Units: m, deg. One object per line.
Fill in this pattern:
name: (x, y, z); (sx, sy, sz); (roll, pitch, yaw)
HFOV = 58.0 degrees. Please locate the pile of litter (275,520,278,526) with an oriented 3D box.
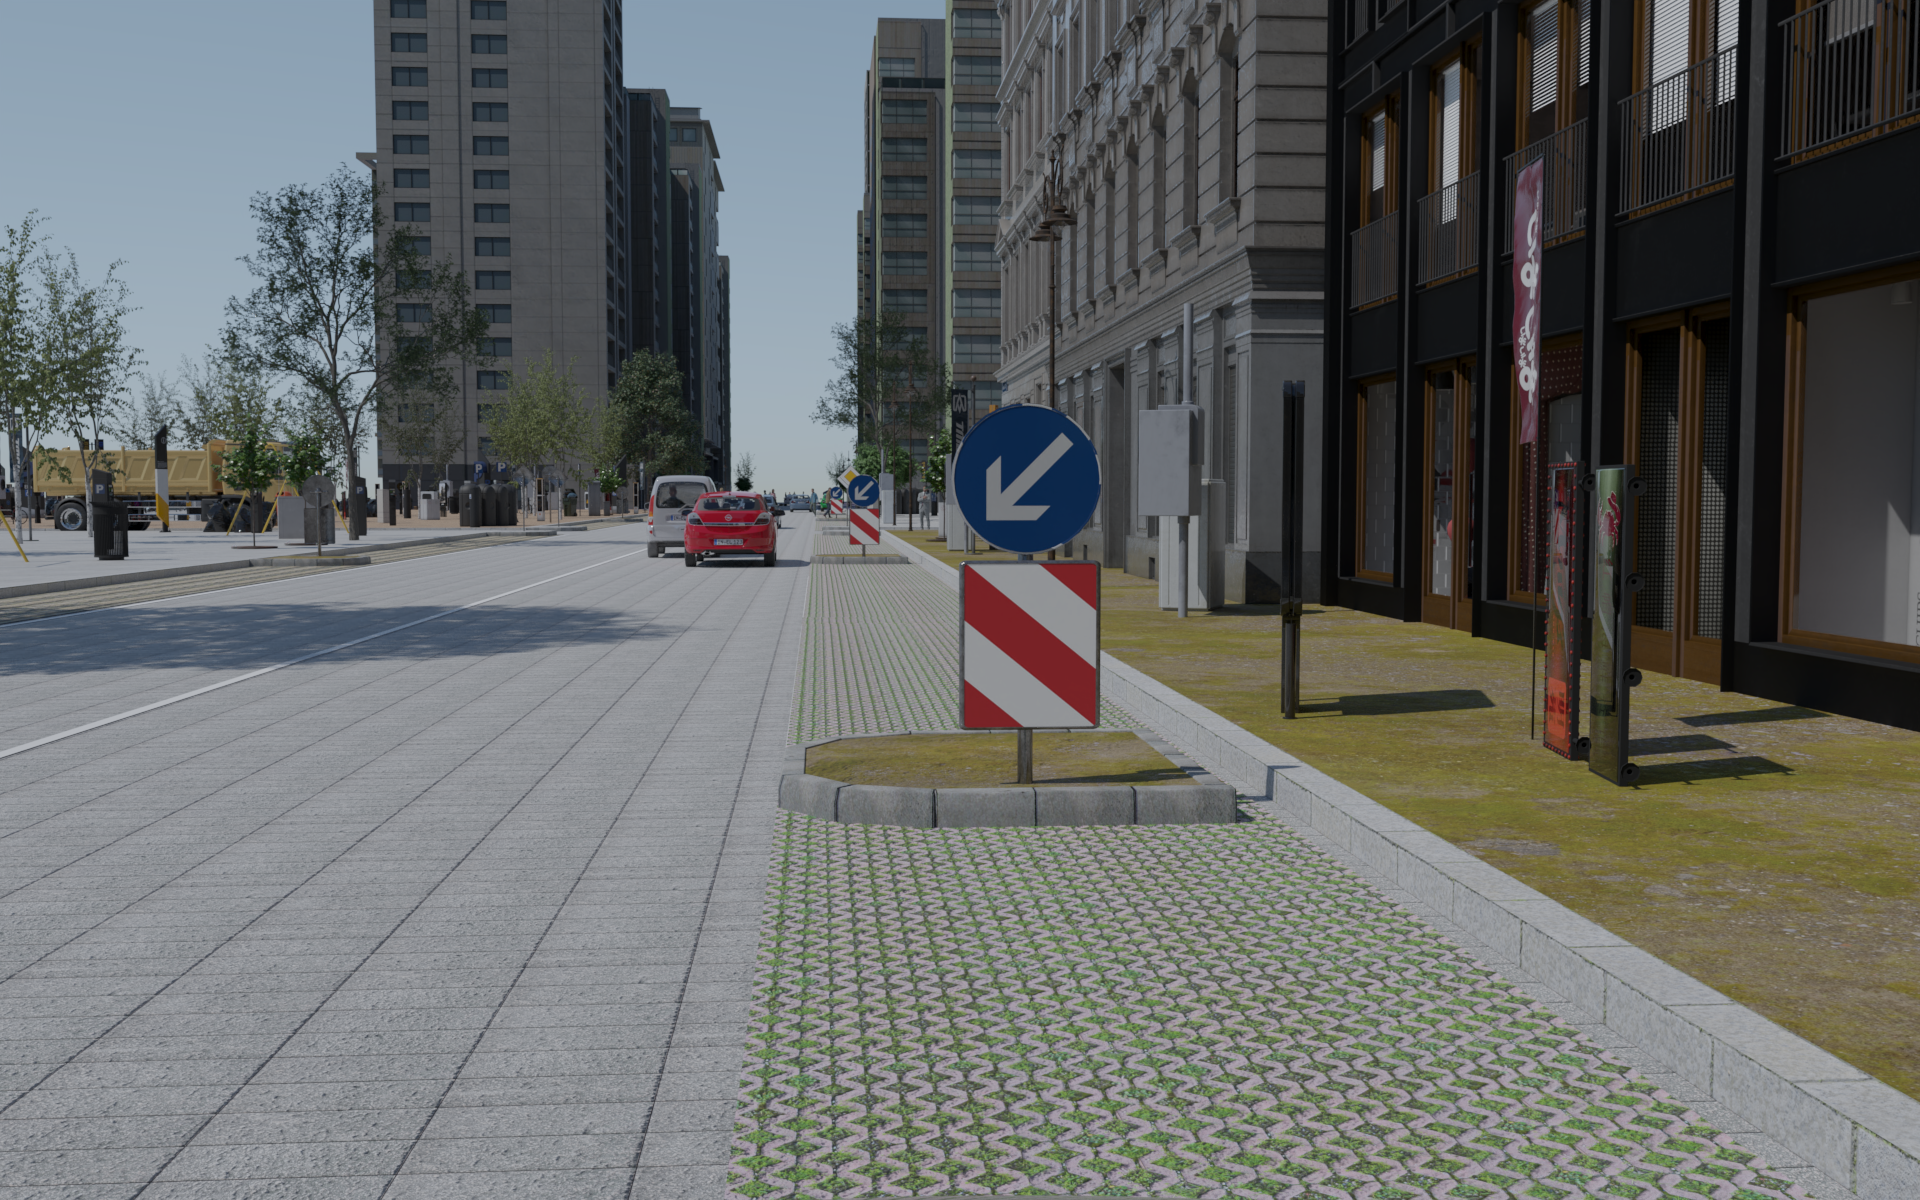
pile of litter: (-28.729, -3.737, 75.068); (1.719, 0.858, 1.176); (-2, 4, -28)

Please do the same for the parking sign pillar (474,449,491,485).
parking sign pillar: (-28.300, -6.983, 102.641); (1.447, 3.967, 1.447); (-3, 5, -42)

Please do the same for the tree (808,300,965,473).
tree: (-3.414, -9.056, 82.473); (8.767, 10.594, 7.601); (2, 4, 25)

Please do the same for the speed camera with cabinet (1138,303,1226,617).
speed camera with cabinet: (2.424, -1.496, 18.794); (0.660, 3.252, 2.038); (1, 4, 19)

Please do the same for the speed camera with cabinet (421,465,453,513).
speed camera with cabinet: (-34.981, -7.425, 115.739); (2.038, 3.252, 0.660); (0, 4, 6)

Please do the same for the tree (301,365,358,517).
tree: (-35.510, -9.086, 98.920); (4.360, 8.622, 3.978); (0, 3, 0)

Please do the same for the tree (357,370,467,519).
tree: (-27.881, -8.439, 88.344); (4.360, 8.622, 3.978); (0, 3, 0)

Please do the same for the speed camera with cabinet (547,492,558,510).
speed camera with cabinet: (-33.198, -8.841, 138.881); (2.038, 3.252, 0.660); (-2, 4, -30)

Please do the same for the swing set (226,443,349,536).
swing set: (-21.311, -3.500, 54.840); (2.862, 2.851, 3.119); (0, 4, -1)

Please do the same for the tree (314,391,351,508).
tree: (-38.550, -9.358, 103.362); (4.737, 8.622, 4.395); (0, 3, 0)

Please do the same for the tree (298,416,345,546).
tree: (-16.259, -2.982, 43.362); (1.663, 3.219, 1.824); (0, 3, 0)

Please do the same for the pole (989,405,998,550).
pole: (0.775, -2.807, 39.742); (0.158, 3.312, 0.155); (0, 3, 0)

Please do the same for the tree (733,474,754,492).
tree: (-35.497, -18.366, 283.996); (4.285, 4.588, 4.351); (0, 3, 0)

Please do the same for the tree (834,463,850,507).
tree: (-11.275, -11.930, 178.774); (4.285, 4.588, 4.351); (0, 3, 0)

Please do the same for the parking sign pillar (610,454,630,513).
parking sign pillar: (-23.047, -7.868, 117.108); (1.447, 3.967, 1.447); (1, 4, 20)

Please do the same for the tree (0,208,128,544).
tree: (-23.991, -5.748, 44.340); (4.737, 8.622, 4.395); (0, 3, 0)

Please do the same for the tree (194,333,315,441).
tree: (-32.254, -7.818, 78.180); (4.737, 8.622, 4.395); (0, 3, 0)

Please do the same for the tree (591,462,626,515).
tree: (-21.692, -6.763, 105.177); (1.663, 3.219, 1.824); (0, 3, 0)

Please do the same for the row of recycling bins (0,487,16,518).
row of recycling bins: (-52.315, -5.391, 95.256); (1.069, 1.692, 3.534); (1, 4, 13)

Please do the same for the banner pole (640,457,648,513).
banner pole: (-21.598, -7.827, 117.994); (0.401, 3.779, 0.863); (-3, 5, -40)

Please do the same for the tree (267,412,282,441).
tree: (-48.849, -10.288, 118.571); (4.360, 8.622, 3.978); (0, 3, 0)

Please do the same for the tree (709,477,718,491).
tree: (-28.296, -12.296, 195.647); (1.663, 3.219, 1.824); (0, 3, 0)

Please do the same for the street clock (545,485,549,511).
street clock: (-32.110, -7.943, 134.445); (0.358, 2.002, 0.471); (2, 4, 30)

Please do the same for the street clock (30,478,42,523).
street clock: (-40.290, -4.345, 75.618); (0.358, 2.002, 0.471); (3, 4, 39)

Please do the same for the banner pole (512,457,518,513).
banner pole: (-29.624, -7.666, 115.349); (0.401, 3.779, 0.863); (1, 4, 16)

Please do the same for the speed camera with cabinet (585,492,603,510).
speed camera with cabinet: (-29.915, -8.992, 141.354); (0.660, 3.252, 2.038); (-3, 5, -40)

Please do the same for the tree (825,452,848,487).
tree: (-20.754, -21.071, 294.877); (4.360, 8.622, 3.978); (0, 3, 0)

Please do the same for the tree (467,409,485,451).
tree: (-38.803, -10.986, 129.990); (4.360, 8.622, 3.978); (0, 3, 0)

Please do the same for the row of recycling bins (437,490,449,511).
row of recycling bins: (-40.106, -7.894, 136.186); (1.069, 1.692, 3.534); (0, 4, 6)

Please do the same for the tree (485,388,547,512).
tree: (-31.852, -10.734, 125.856); (4.360, 8.622, 3.978); (0, 3, 0)

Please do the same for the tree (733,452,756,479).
tree: (-36.293, -20.917, 292.351); (4.360, 8.622, 3.978); (0, 3, 0)

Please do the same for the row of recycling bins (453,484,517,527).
row of recycling bins: (-18.851, -3.812, 69.445); (1.069, 1.692, 3.534); (1, 4, 16)

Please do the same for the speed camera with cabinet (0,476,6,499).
speed camera with cabinet: (-45.292, -5.298, 80.962); (0.660, 3.252, 2.038); (-1, 4, -9)

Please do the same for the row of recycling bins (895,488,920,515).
row of recycling bins: (-3.482, -6.290, 109.960); (1.069, 1.692, 3.534); (2, 4, 24)

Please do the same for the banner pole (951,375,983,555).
banner pole: (0.114, -2.842, 36.481); (0.863, 3.779, 0.401); (-3, 5, -41)

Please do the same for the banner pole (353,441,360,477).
banner pole: (-28.493, -5.619, 81.880); (0.401, 3.779, 0.863); (0, 4, 4)

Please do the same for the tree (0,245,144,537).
tree: (-25.824, -6.146, 50.847); (4.360, 8.622, 3.978); (0, 3, 0)

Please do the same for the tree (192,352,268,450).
tree: (-38.865, -8.482, 89.050); (4.360, 8.622, 3.978); (0, 3, 0)

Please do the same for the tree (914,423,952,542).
tree: (-0.203, -3.337, 49.157); (1.663, 3.219, 1.824); (0, 3, 0)

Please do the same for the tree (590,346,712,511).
tree: (-24.047, -13.301, 134.486); (9.611, 12.733, 9.660); (0, 3, 0)

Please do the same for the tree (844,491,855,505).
tree: (-16.251, -15.643, 250.365); (1.663, 3.219, 1.824); (0, 3, 0)

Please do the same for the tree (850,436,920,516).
tree: (-4.000, -7.178, 101.075); (4.285, 4.588, 4.351); (0, 3, 0)

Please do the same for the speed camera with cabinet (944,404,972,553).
speed camera with cabinet: (-0.015, -2.711, 38.668); (0.660, 3.252, 2.038); (0, 4, 2)

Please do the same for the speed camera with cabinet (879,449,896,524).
speed camera with cabinet: (-3.158, -4.998, 76.056); (0.660, 3.252, 2.038); (0, 4, -6)

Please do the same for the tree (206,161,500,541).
tree: (-16.742, -6.945, 47.960); (8.767, 10.594, 7.601); (0, 4, 0)

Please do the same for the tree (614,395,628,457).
tree: (-26.029, -10.737, 125.911); (4.737, 8.622, 4.395); (0, 3, 0)

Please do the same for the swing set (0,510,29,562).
swing set: (-18.492, -2.022, 30.688); (2.862, 2.851, 3.119); (-1, 4, -16)

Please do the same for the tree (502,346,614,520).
tree: (-19.885, -8.297, 86.022); (4.737, 8.622, 4.395); (0, 3, 0)

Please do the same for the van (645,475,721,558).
van: (-6.381, -2.044, 40.428); (2.013, 2.044, 4.112); (0, 4, -6)

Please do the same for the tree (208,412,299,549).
tree: (-16.681, -2.826, 40.806); (1.663, 3.219, 1.824); (0, 3, 0)

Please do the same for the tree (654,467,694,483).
tree: (-24.595, -10.122, 149.205); (4.285, 4.588, 4.351); (0, 3, 0)

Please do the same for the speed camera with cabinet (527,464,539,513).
speed camera with cabinet: (-28.162, -7.343, 114.388); (0.660, 3.252, 2.038); (0, 4, -7)

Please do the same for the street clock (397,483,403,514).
street clock: (-35.174, -6.384, 108.948); (0.471, 2.002, 0.358); (-1, 4, -15)

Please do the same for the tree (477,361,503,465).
tree: (-23.304, -8.655, 91.867); (4.737, 8.622, 4.395); (0, 3, 0)

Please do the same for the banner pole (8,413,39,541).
banner pole: (-25.578, -3.498, 47.205); (0.863, 3.779, 0.401); (1, 4, 15)
